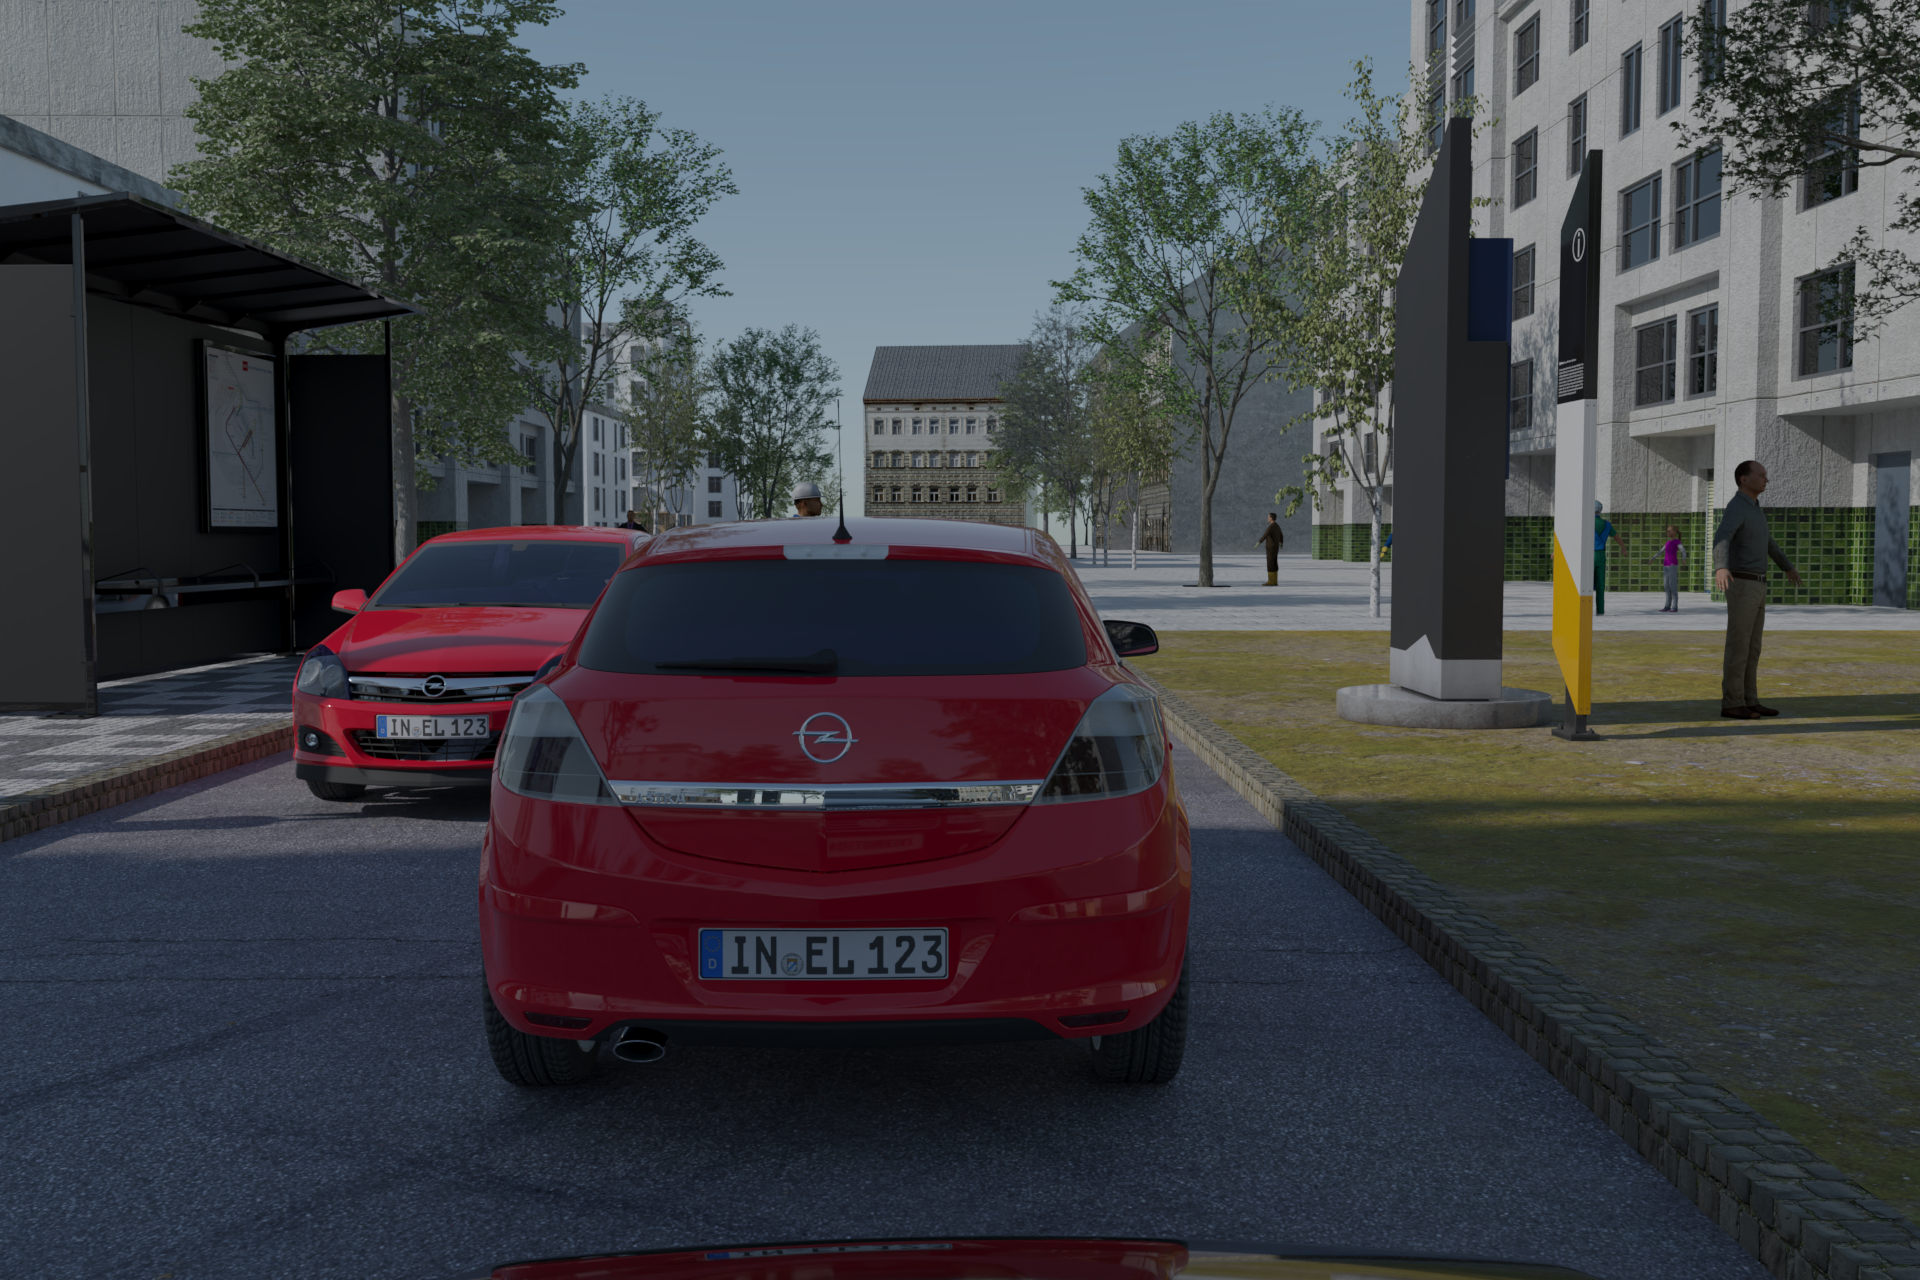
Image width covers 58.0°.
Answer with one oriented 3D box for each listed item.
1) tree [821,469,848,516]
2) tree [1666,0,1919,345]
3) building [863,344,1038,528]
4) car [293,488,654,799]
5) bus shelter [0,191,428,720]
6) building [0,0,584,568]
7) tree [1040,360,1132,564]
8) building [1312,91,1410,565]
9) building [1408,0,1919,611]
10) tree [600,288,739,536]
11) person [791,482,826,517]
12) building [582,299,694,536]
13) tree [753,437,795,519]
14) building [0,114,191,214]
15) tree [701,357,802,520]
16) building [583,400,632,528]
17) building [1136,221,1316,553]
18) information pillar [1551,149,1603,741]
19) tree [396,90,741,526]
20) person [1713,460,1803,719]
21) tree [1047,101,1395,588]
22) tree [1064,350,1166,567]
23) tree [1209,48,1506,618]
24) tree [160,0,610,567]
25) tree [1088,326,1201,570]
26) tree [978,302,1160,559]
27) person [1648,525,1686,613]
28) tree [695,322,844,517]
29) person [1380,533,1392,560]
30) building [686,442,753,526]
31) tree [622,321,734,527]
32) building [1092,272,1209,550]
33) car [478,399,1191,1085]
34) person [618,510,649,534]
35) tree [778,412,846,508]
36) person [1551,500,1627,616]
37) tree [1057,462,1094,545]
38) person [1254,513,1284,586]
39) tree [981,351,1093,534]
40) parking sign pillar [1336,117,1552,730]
[{"bbox_3d":[-14.752,-14.959,194.943,4.737,8.622,4.395,0,3,0],"label":"tree"},{"bbox_3d":[10.145,-4.931,15.029,8.767,10.594,7.601,3,4,38],"label":"tree"},{"bbox_3d":[-0.684,-22.438,200.242,18.063,23.208,19.493,0,4,7],"label":"building"},{"bbox_3d":[-2.629,-0.102,10.709,2.155,1.783,4.494,0,4,-1],"label":"car"},{"bbox_3d":[-6.471,-1.453,15.039,1.731,3.624,6.357,0,4,2],"label":"bus shelter"},{"bbox_3d":[-27.498,-12.655,73.370,16.747,18.905,31.486,0,4,-1],"label":"building"},{"bbox_3d":[5.745,-7.499,72.976,4.360,8.622,3.978,0,3,0],"label":"tree"},{"bbox_3d":[26.247,-12.509,70.975,16.747,18.905,31.486,0,4,-1],"label":"building"},{"bbox_3d":[22.599,-10.561,39.130,16.747,18.905,31.486,0,4,0],"label":"building"},{"bbox_3d":[-9.456,-6.243,52.429,4.360,8.622,3.978,0,3,0],"label":"tree"},{"bbox_3d":[-1.154,-0.302,13.372,0.705,1.833,1.349,0,4,-3],"label":"person"},{"bbox_3d":[-28.684,-17.397,140.853,16.016,20.090,11.380,0,4,0],"label":"building"},{"bbox_3d":[-22.247,-17.263,200.373,7.486,12.596,7.792,0,3,0],"label":"tree"},{"bbox_3d":[-23.675,-6.192,43.384,9.099,9.664,28.070,0,3,0],"label":"building"},{"bbox_3d":[-9.008,-7.463,72.375,4.737,8.622,4.395,0,3,0],"label":"tree"},{"bbox_3d":[-27.734,-11.034,122.551,9.099,9.664,28.070,0,4,0],"label":"building"},{"bbox_3d":[23.392,-18.048,126.016,19.493,23.208,18.063,0,4,-1],"label":"building"},{"bbox_3d":[3.863,-1.192,10.850,0.183,3.616,0.504,0,4,-1],"label":"information pillar"},{"bbox_3d":[-9.216,-7.007,40.326,9.928,11.665,9.643,0,3,0],"label":"tree"},{"bbox_3d":[5.529,-0.358,12.117,1.348,1.796,0.705,-3,5,-44],"label":"person"},{"bbox_3d":[6.113,-7.081,41.532,9.928,11.665,9.643,0,3,0],"label":"tree"},{"bbox_3d":[5.496,-7.146,67.205,4.360,8.622,3.978,0,3,0],"label":"tree"},{"bbox_3d":[6.273,-4.664,26.620,4.737,8.622,4.395,0,3,0],"label":"tree"},{"bbox_3d":[-9.536,-6.768,28.784,7.486,12.596,7.792,0,3,0],"label":"tree"},{"bbox_3d":[6.383,-6.804,61.608,4.737,8.622,4.395,0,3,0],"label":"tree"},{"bbox_3d":[5.871,-11.019,90.530,12.009,13.543,11.850,0,3,0],"label":"tree"},{"bbox_3d":[11.590,-1.168,28.359,0.599,1.433,0.991,-1,4,-11],"label":"person"},{"bbox_3d":[-9.488,-9.774,85.556,9.928,11.665,9.643,0,3,0],"label":"tree"},{"bbox_3d":[6.989,-1.253,26.463,1.349,1.833,0.705,-1,4,-17],"label":"person"},{"bbox_3d":[-24.874,-14.013,171.265,9.099,9.664,28.070,0,4,-1],"label":"building"},{"bbox_3d":[-9.894,-6.728,60.366,4.737,8.622,4.395,0,3,0],"label":"tree"},{"bbox_3d":[21.184,-19.314,146.718,19.493,23.208,18.063,0,4,0],"label":"building"},{"bbox_3d":[-0.327,0.186,5.994,2.155,1.783,4.494,0,4,-1],"label":"car"},{"bbox_3d":[-7.145,-1.918,37.580,1.346,1.802,0.704,0,4,-3],"label":"person"},{"bbox_3d":[-9.540,-9.361,103.420,4.360,8.622,3.978,0,3,0],"label":"tree"},{"bbox_3d":[9.935,-1.290,27.212,1.347,1.817,0.704,-1,4,-14],"label":"person"},{"bbox_3d":[14.366,-16.644,197.889,9.928,11.665,9.643,0,3,0],"label":"tree"},{"bbox_3d":[7.693,-2.244,42.823,0.704,1.812,1.346,3,4,39],"label":"person"},{"bbox_3d":[5.179,-11.543,106.858,7.486,12.596,7.792,0,3,0],"label":"tree"},{"bbox_3d":[3.363,-1.436,11.953,1.447,3.967,1.447,0,4,-1],"label":"parking sign pillar"}]
